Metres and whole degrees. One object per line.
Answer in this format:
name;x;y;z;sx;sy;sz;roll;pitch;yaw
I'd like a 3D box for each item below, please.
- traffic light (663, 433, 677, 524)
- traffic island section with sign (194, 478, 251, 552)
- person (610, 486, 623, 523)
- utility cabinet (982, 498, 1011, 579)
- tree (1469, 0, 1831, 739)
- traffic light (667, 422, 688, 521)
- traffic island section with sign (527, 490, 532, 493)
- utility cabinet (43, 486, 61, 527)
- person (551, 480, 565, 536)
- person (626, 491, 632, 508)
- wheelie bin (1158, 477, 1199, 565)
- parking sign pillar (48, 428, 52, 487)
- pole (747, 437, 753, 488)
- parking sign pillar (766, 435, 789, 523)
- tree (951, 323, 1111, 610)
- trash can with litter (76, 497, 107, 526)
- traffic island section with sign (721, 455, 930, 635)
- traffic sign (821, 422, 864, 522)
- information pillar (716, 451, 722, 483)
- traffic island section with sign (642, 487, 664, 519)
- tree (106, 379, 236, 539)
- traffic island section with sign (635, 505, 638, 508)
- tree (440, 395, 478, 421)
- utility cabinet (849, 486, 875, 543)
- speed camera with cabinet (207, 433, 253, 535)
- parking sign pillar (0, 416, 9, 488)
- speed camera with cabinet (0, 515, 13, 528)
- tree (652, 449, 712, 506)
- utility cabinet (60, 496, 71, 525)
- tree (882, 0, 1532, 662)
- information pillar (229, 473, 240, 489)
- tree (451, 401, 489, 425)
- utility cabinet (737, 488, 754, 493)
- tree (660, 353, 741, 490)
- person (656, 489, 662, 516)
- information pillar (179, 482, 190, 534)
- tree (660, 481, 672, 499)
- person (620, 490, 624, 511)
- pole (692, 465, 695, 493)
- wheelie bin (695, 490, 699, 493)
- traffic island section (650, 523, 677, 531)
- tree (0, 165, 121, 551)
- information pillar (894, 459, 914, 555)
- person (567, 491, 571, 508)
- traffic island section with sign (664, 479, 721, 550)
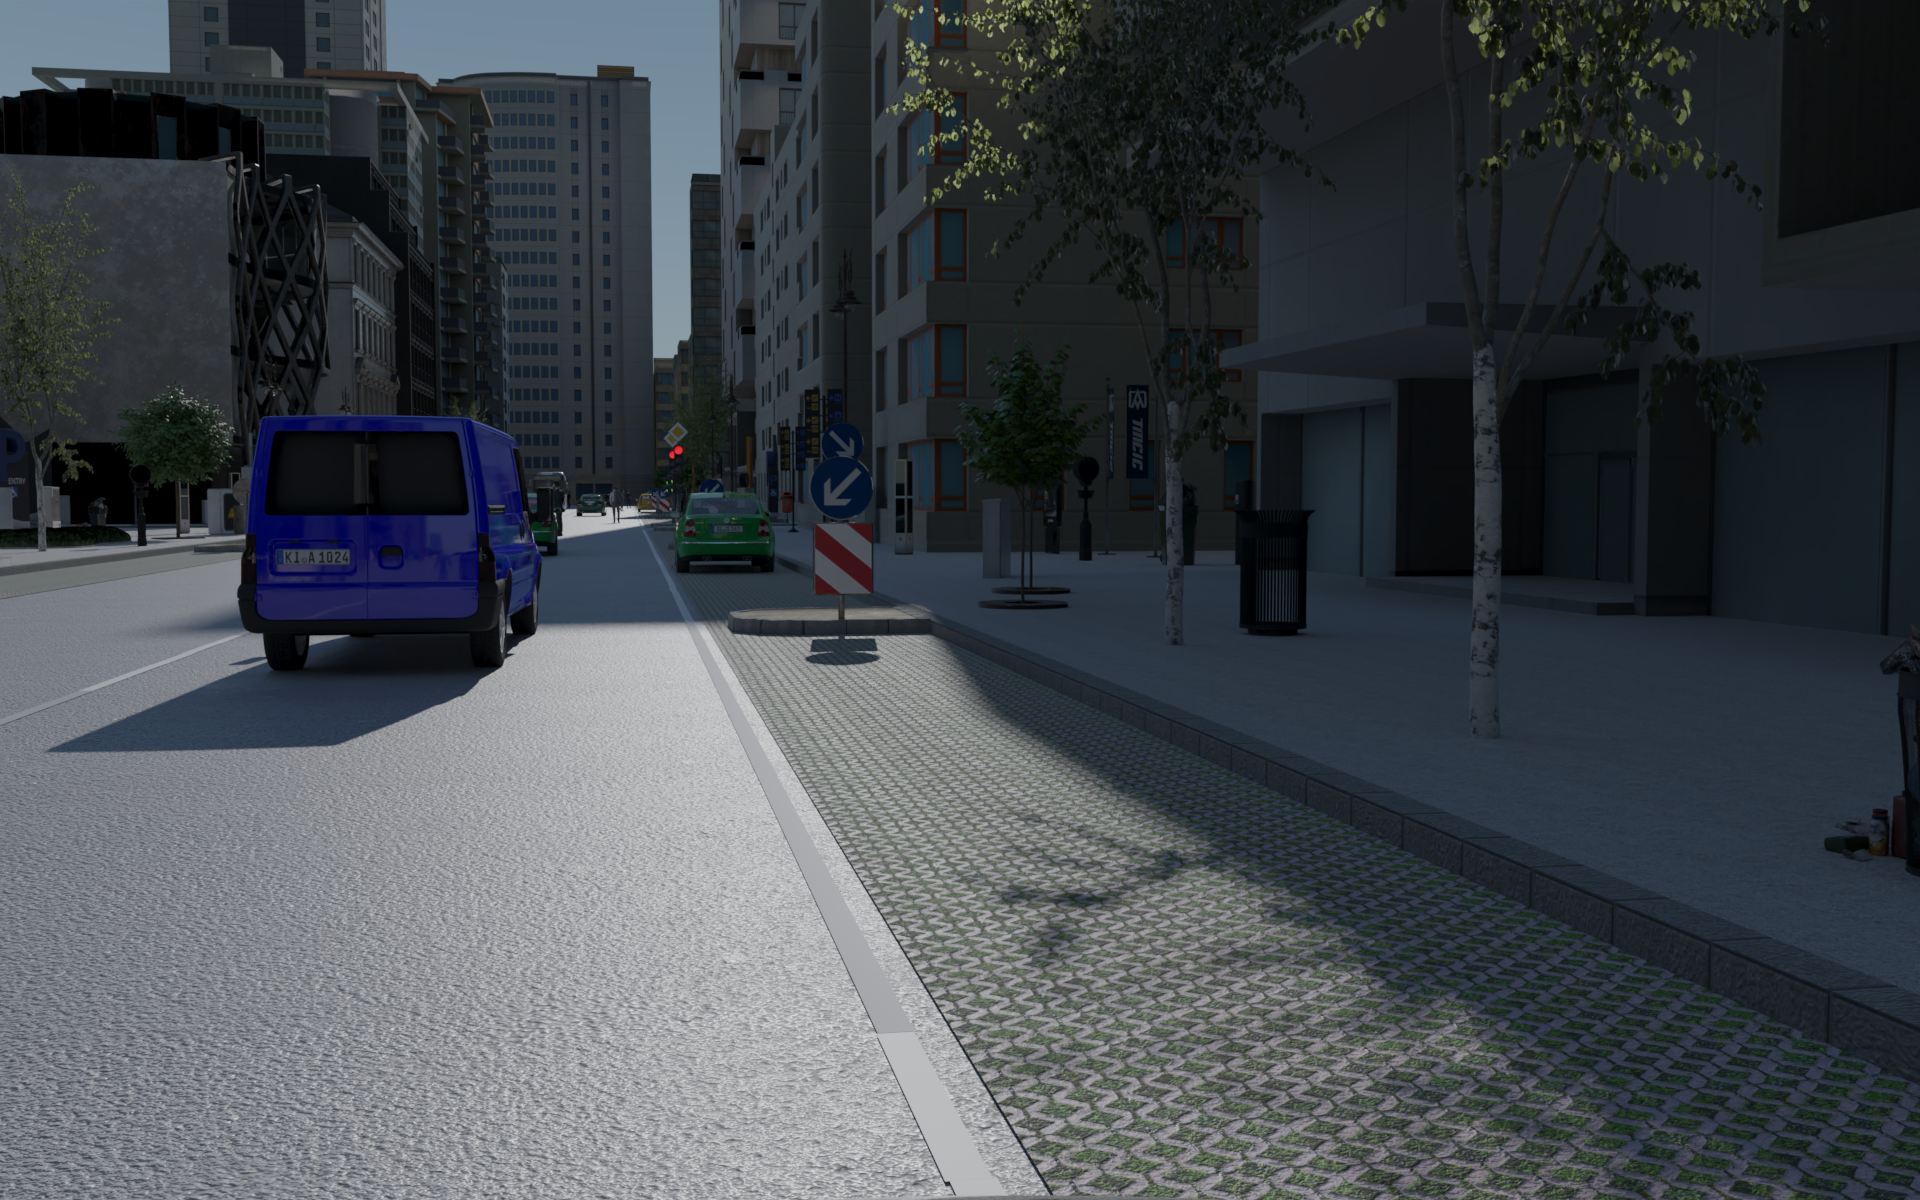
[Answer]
traffic light;-12.484;-5.279;75.232;0.839;4.253;0.868;-1;4;-11
traffic island section with sign;-17.887;-2.121;43.302;1.989;1.847;2.006;-1;4;-11
person;-16.948;-4.701;85.468;0.679;1.850;0.850;-1;4;-20
utility cabinet;0.565;-0.954;26.759;0.306;1.237;1.020;1;4;10
tree;2.891;-3.567;8.690;4.360;8.622;3.978;0;3;0
traffic light;-10.969;-4.799;67.391;0.839;4.253;0.868;-1;4;-11
traffic island section with sign;-42.962;-10.061;173.119;1.989;1.847;2.006;-1;4;-11
utility cabinet;-26.070;-2.508;49.680;0.318;1.500;1.173;-1;4;-18
person;-13.764;-3.130;59.044;0.474;1.900;0.648;0;4;-2
person;-32.856;-9.983;172.166;0.568;1.767;0.683;2;4;27
wheelie bin;3.964;-1.434;31.358;0.693;1.594;0.980;0;4;-3
parking sign pillar;-37.692;-5.014;70.445;1.447;3.967;1.447;-3;5;-40
pole;-7.493;-4.153;61.746;0.158;3.312;0.155;0;3;0
parking sign pillar;-8.426;-5.468;77.867;1.447;3.967;1.447;-1;4;-10
tree;0.661;-1.539;19.769;1.663;3.219;1.824;0;3;0
trash can with litter;-29.942;-2.950;59.617;1.055;1.170;0.624;0;4;-7
traffic island section with sign;-1.455;-0.601;18.455;1.989;1.847;2.006;-1;4;-11
traffic sign;-2.094;-1.877;30.787;0.768;2.556;0.104;-1;4;-9
information pillar;-12.921;-6.217;93.007;0.183;3.616;0.504;-3;4;-38
traffic island section with sign;-17.191;-5.581;99.884;1.989;1.847;2.006;-1;4;-11
tree;-22.591;-4.037;49.712;4.285;4.588;4.351;0;3;0
traffic island section with sign;-31.749;-10.192;175.268;1.989;1.847;2.006;-1;4;-11
tree;-36.836;-10.885;128.339;4.737;8.622;4.395;0;3;0
utility cabinet;-2.578;-2.236;45.233;0.318;1.500;1.173;-2;4;-25
speed camera with cabinet;-23.044;-3.732;55.352;0.660;3.252;2.038;2;4;25
parking sign pillar;-28.514;-3.874;51.804;1.447;3.967;1.447;1;4;12
speed camera with cabinet;-25.954;-3.133;45.566;2.038;3.252;0.660;1;4;18
tree;-19.055;-8.482;122.399;4.285;4.588;4.351;0;3;0
utility cabinet;-37.597;-3.723;72.033;1.020;1.237;0.306;-2;4;-34
tree;1.614;-3.917;14.399;4.360;8.622;3.978;0;3;0
information pillar;-24.908;-3.367;59.536;0.304;2.012;0.304;-2;4;-32
tree;-38.740;-11.394;136.660;4.360;8.622;3.978;0;3;0
utility cabinet;-7.349;-3.091;59.221;0.318;1.500;1.173;0;4;7
tree;-13.168;-8.496;89.266;4.737;8.622;4.395;0;3;0
person;-18.595;-6.018;107.468;0.480;1.755;0.524;0;4;3
information pillar;-25.204;-3.161;56.172;0.304;2.012;0.304;-3;5;-43
tree;-30.604;-11.495;182.551;1.663;3.219;1.824;0;3;0
person;-28.090;-8.265;143.974;0.444;1.785;0.601;1;4;17
pole;-18.347;-7.680;119.404;0.158;3.312;0.155;0;3;0
wheelie bin;-18.898;-7.166;125.065;0.693;1.594;0.980;0;4;8
traffic island section;-12.443;-3.246;75.353;2.009;0.180;2.903;-1;4;-11
tree;-20.556;-5.375;38.247;4.360;8.622;3.978;0;3;0
information pillar;-1.188;-1.968;36.676;0.304;2.012;0.304;2;4;29
person;-41.134;-10.549;181.801;0.721;1.723;1.217;-2;4;-35
traffic island section with sign;-6.598;-2.231;45.109;1.989;1.847;2.006;-1;4;-11
